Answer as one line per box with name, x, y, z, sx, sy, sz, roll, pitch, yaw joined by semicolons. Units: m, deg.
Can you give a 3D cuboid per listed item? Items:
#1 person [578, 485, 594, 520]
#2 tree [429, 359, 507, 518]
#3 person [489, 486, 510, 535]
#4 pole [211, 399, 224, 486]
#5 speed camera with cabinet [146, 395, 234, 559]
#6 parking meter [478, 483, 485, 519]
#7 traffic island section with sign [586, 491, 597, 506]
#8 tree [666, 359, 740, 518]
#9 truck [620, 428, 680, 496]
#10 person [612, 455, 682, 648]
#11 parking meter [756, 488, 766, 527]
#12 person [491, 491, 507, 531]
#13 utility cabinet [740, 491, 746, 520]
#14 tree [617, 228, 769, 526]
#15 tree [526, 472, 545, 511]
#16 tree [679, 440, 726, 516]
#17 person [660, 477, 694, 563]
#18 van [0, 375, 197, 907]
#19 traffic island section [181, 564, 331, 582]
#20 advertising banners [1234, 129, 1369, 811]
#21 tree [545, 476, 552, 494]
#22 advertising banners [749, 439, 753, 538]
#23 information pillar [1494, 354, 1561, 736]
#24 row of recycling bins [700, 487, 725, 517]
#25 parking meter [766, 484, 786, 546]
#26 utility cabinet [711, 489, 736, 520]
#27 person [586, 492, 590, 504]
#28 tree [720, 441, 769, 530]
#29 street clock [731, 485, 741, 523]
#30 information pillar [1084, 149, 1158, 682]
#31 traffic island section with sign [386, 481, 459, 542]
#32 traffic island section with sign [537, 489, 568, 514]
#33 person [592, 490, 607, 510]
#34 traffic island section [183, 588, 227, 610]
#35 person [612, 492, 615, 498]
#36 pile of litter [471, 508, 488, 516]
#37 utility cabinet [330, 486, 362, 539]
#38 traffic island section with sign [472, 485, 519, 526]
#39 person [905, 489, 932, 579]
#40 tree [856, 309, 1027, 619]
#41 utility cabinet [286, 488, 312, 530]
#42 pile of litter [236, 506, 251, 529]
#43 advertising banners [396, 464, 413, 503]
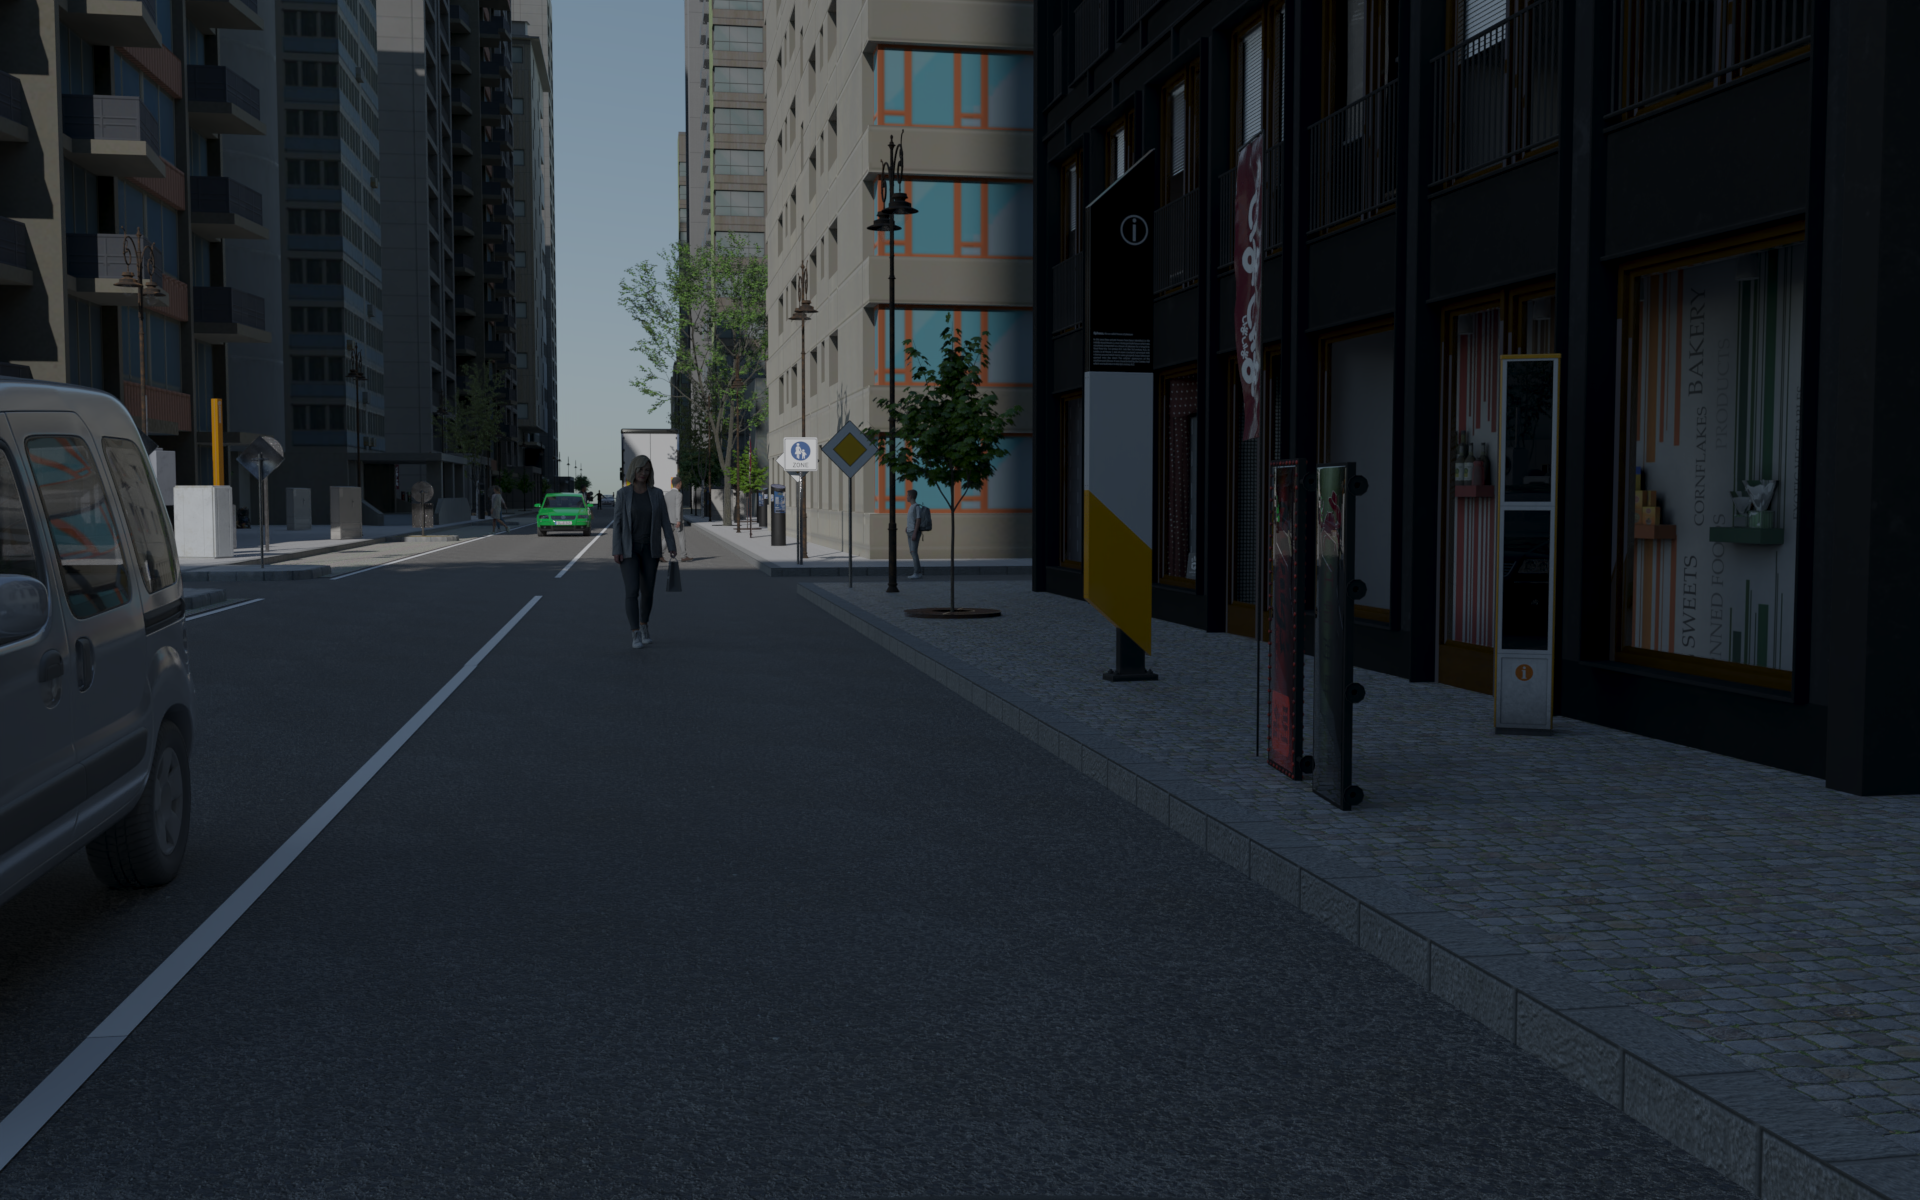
person;-15.614;-3.876;71.859;0.713;1.824;0.794;3;4;37
tree;-26.428;-8.800;94.245;4.737;8.622;4.395;0;3;0
person;-16.330;-3.181;61.264;0.760;1.731;0.466;-3;4;-36
pole;-15.913;-2.650;37.167;0.158;3.312;0.155;0;3;0
speed camera with cabinet;-15.624;-2.471;34.743;2.038;3.252;0.660;1;4;17
parking meter;-24.347;-5.039;88.105;0.255;1.863;0.399;-2;4;-33
traffic island section with sign;-50.201;-13.907;235.999;1.989;1.847;2.006;-1;4;-10
tree;-13.700;-8.657;91.907;4.737;8.622;4.395;0;3;0
truck;-14.244;-5.544;79.563;2.839;4.237;11.283;-1;4;-10
person;-2.945;-0.471;16.390;0.709;1.800;0.728;-1;4;-17
parking meter;-7.671;-3.620;67.596;0.372;1.533;0.369;0;3;0
person;-17.570;-3.497;66.341;0.598;1.740;0.731;1;4;16
utility cabinet;-11.170;-4.700;85.523;1.173;1.500;0.318;1;4;14
tree;-9.483;-8.779;69.298;9.928;11.665;9.643;0;3;0
tree;-32.981;-8.388;131.740;1.663;3.219;1.824;0;3;0
tree;-15.018;-7.168;100.906;4.285;4.588;4.351;0;3;0
person;-6.000;-1.685;36.327;0.678;1.792;0.850;3;5;43
van;-3.460;0.130;4.888;2.013;2.044;4.112;-1;4;-11
traffic island section;-12.072;-0.467;29.921;2.009;0.180;2.903;-1;4;-10
advertising banners;1.496;-0.714;7.856;0.090;3.025;2.074;0;4;-4
tree;-42.604;-11.217;178.000;1.663;3.219;1.824;0;3;0
advertising banners;-6.136;-3.335;50.712;0.090;3.025;2.074;0;4;-6
information pillar;3.035;-0.293;9.277;0.304;2.012;0.304;1;4;18
row of recycling bins;-13.602;-5.470;96.548;1.069;1.692;3.534;-2;4;-24
parking meter;-4.492;-2.105;42.834;0.372;1.533;0.369;0;3;0
utility cabinet;-11.402;-4.554;83.144;1.173;1.500;0.318;3;4;37
person;-37.941;-10.182;176.446;0.593;1.643;0.415;-3;5;-43
tree;-7.537;-4.142;62.322;1.663;3.219;1.824;0;3;0
street clock;-9.879;-4.407;76.632;0.471;2.002;0.358;1;4;23
information pillar;1.097;-1.251;11.814;0.504;3.616;0.183;-1;4;-18
traffic island section with sign;-16.254;-2.680;52.443;1.989;1.847;2.006;-1;4;-10
traffic island section with sign;-30.267;-7.313;128.195;1.989;1.847;2.006;-1;4;-10
person;-33.237;-9.245;159.674;1.348;1.821;0.705;-1;4;-23
traffic island section;-10.619;0.013;22.068;2.009;0.180;2.903;-1;4;-10
person;-51.410;-15.128;256.531;0.721;1.739;1.217;-2;4;-30
pile of litter;-28.540;-5.434;102.813;1.719;0.858;1.176;1;4;13
utility cabinet;-17.342;-2.464;48.965;0.318;1.500;1.173;1;4;11
traffic island section with sign;-21.157;-4.301;78.950;1.989;1.847;2.006;-1;4;-10
person;-0.760;-1.119;29.390;0.503;1.515;0.523;3;5;43
tree;-0.078;-1.452;18.344;1.663;3.219;1.824;0;3;0
utility cabinet;-23.424;-3.224;61.386;0.318;1.500;1.173;1;4;8
pile of litter;-26.869;-3.077;64.279;1.176;0.858;1.719;0;4;-7
advertising banners;-31.832;-6.290;99.033;0.090;3.025;2.074;1;4;9
